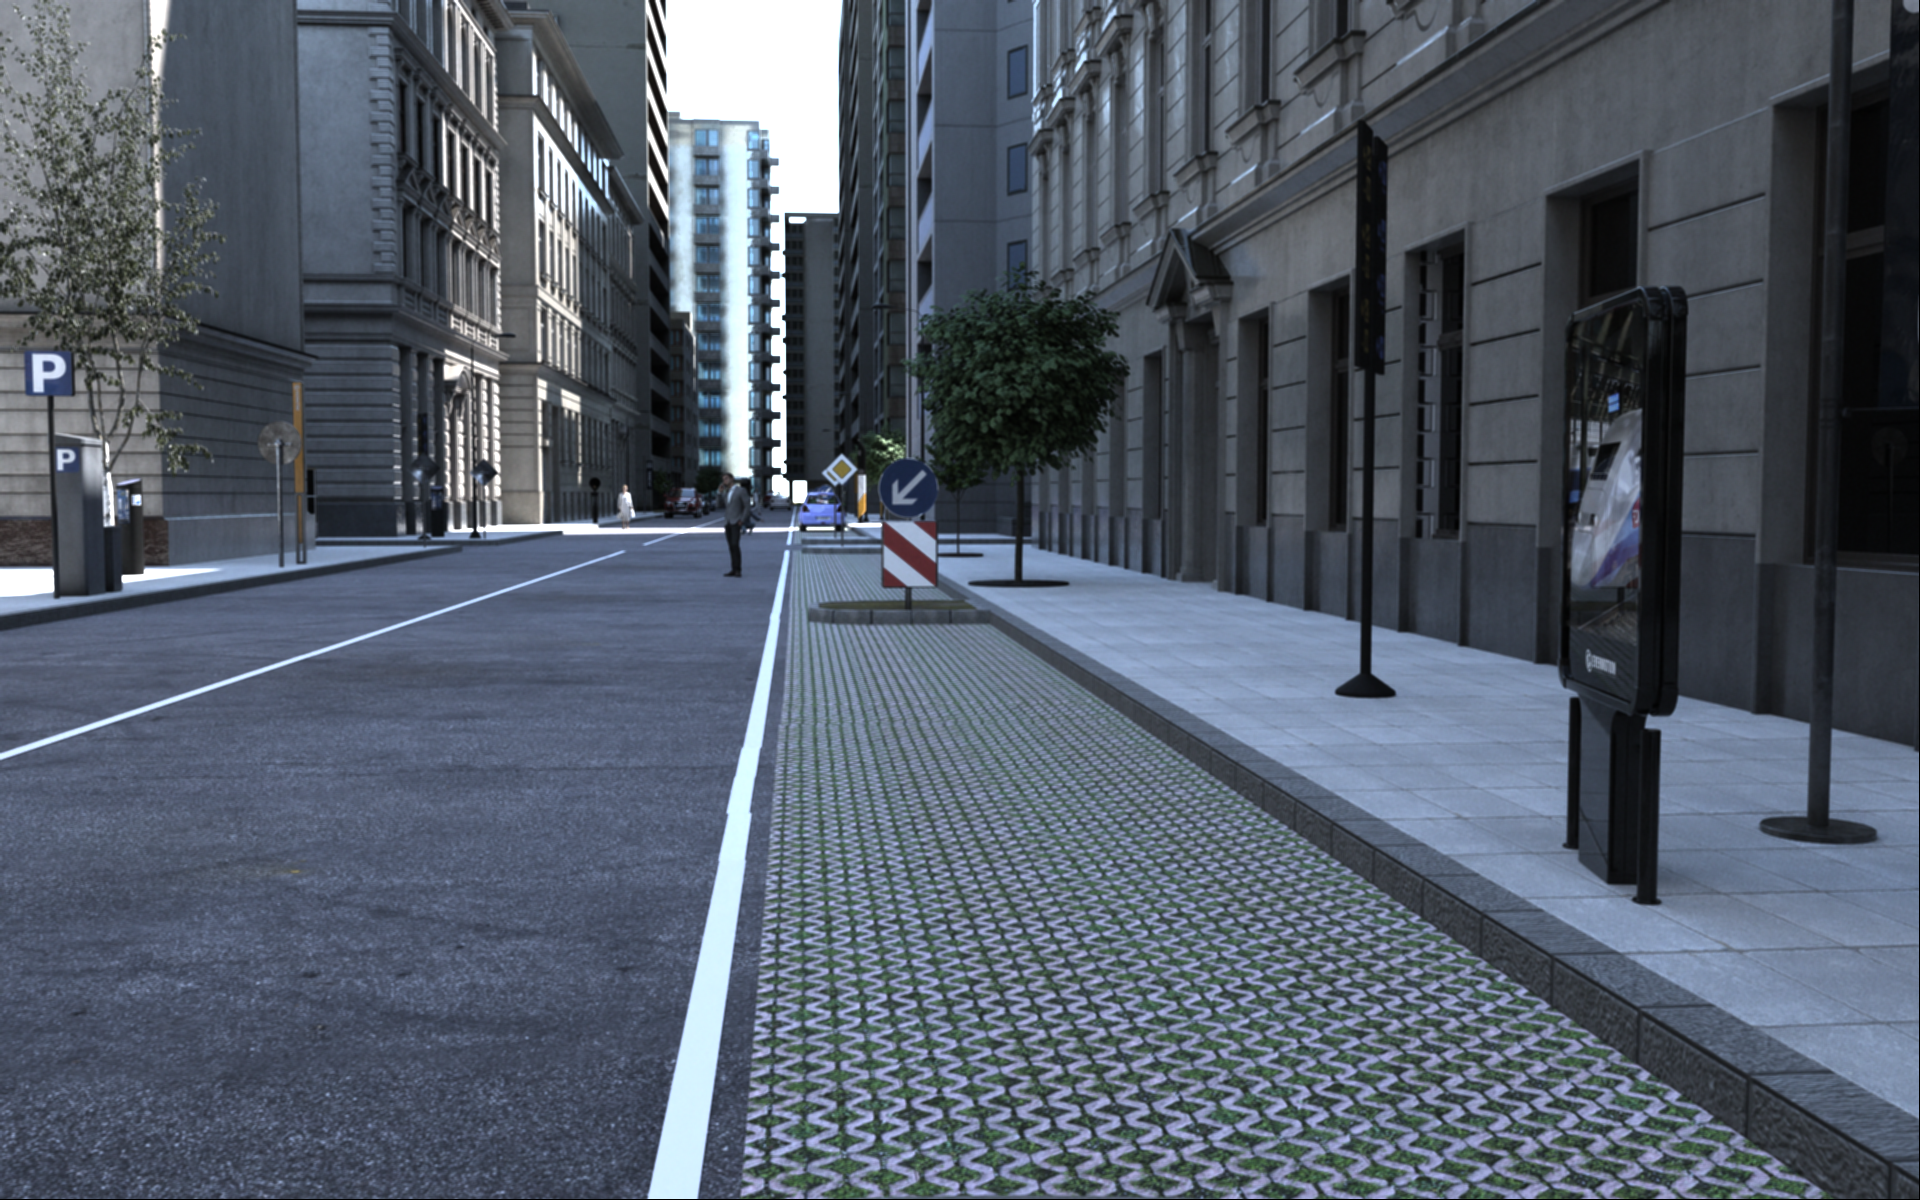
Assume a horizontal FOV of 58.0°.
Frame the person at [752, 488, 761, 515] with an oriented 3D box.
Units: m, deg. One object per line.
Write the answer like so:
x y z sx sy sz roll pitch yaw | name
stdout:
-13.892 -6.703 117.967 0.818 1.842 0.514 1 4 9 | person

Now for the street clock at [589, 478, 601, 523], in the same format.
-16.074 -4.387 76.291 0.471 2.002 0.358 -1 4 -16 | street clock

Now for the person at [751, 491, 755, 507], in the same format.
-23.400 -11.477 196.143 0.705 1.824 1.348 1 4 21 | person

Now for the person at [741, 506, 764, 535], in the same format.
-7.376 -2.861 60.783 1.012 1.151 0.738 -1 4 -20 | person

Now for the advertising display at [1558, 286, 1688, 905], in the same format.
2.196 -0.036 5.807 0.123 1.923 0.974 0 4 5 | advertising display

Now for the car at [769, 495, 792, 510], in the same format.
-15.984 -8.682 154.309 2.083 1.381 4.827 0 4 -5 | car

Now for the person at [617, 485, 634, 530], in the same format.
-13.291 -3.673 68.913 0.694 1.780 0.624 0 4 1 | person

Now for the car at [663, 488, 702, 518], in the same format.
-16.614 -5.830 103.985 2.281 1.827 5.304 0 4 -6 | car

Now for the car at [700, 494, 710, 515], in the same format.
-18.174 -6.681 119.013 2.009 1.686 4.222 0 4 -5 | car

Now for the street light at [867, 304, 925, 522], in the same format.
-1.458 -4.279 42.502 1.470 5.913 1.316 0 4 -5 | street light

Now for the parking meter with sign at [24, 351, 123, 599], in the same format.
-11.181 -1.573 21.979 0.543 3.016 1.738 0 4 -7 | parking meter with sign

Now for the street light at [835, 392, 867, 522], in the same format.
-4.852 -6.531 79.328 1.470 5.913 1.316 0 4 -5 | street light

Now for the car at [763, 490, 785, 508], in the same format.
-19.554 -10.584 181.723 2.281 1.827 5.304 0 4 -5 | car

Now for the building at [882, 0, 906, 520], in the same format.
2.889 -19.502 90.559 14.160 30.474 14.107 0 4 -5 | building

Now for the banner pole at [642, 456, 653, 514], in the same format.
-20.523 -7.569 113.767 0.863 3.779 0.401 1 4 17 | banner pole

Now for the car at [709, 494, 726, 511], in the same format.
-20.279 -8.264 147.123 2.014 1.417 4.499 0 4 -4 | car

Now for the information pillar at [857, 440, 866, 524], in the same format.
-4.251 -5.108 74.871 0.183 3.616 0.504 -3 5 -40 | information pillar

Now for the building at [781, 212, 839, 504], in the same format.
-11.137 -32.623 225.260 23.993 40.220 32.217 0 4 -5 | building

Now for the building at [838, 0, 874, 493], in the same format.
-0.317 -32.814 160.205 21.300 48.544 21.600 0 4 -5 | building

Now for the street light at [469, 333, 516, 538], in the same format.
-13.516 -4.742 50.079 1.470 5.913 1.316 0 4 -5 | street light

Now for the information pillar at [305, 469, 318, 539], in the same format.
-18.725 -2.781 49.969 0.304 2.012 0.304 -1 4 -12 | information pillar

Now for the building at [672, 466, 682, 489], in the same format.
-35.656 -43.768 153.857 20.563 71.187 20.611 0 4 -5 | building

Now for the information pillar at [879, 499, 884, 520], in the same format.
-3.842 -5.755 85.448 0.183 3.616 0.504 1 4 13 | information pillar

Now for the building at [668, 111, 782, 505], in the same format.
-37.932 -36.663 219.043 30.456 49.044 23.786 0 4 -5 | building

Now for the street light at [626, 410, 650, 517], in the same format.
-17.862 -7.545 95.909 1.470 5.913 1.316 0 4 -5 | street light

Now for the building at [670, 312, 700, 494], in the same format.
-43.013 -20.705 183.566 28.899 21.520 27.650 0 4 -5 | building

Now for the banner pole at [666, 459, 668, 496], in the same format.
-20.739 -8.112 122.640 0.401 3.779 0.863 0 4 -5 | banner pole

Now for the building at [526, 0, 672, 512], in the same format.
-33.971 -31.182 133.524 21.300 48.544 21.600 0 4 -5 | building

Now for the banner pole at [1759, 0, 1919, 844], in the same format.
3.410 -0.994 6.272 0.863 3.779 0.401 3 5 42 | banner pole

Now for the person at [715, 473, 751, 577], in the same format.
-3.953 -1.313 30.142 0.473 1.802 0.592 -3 4 -39 | person

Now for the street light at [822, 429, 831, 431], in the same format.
-9.186 -9.299 124.578 1.470 5.913 1.316 0 4 -5 | street light

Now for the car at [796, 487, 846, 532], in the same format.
-5.356 -3.504 66.877 1.945 1.707 3.694 0 4 -7 | car
